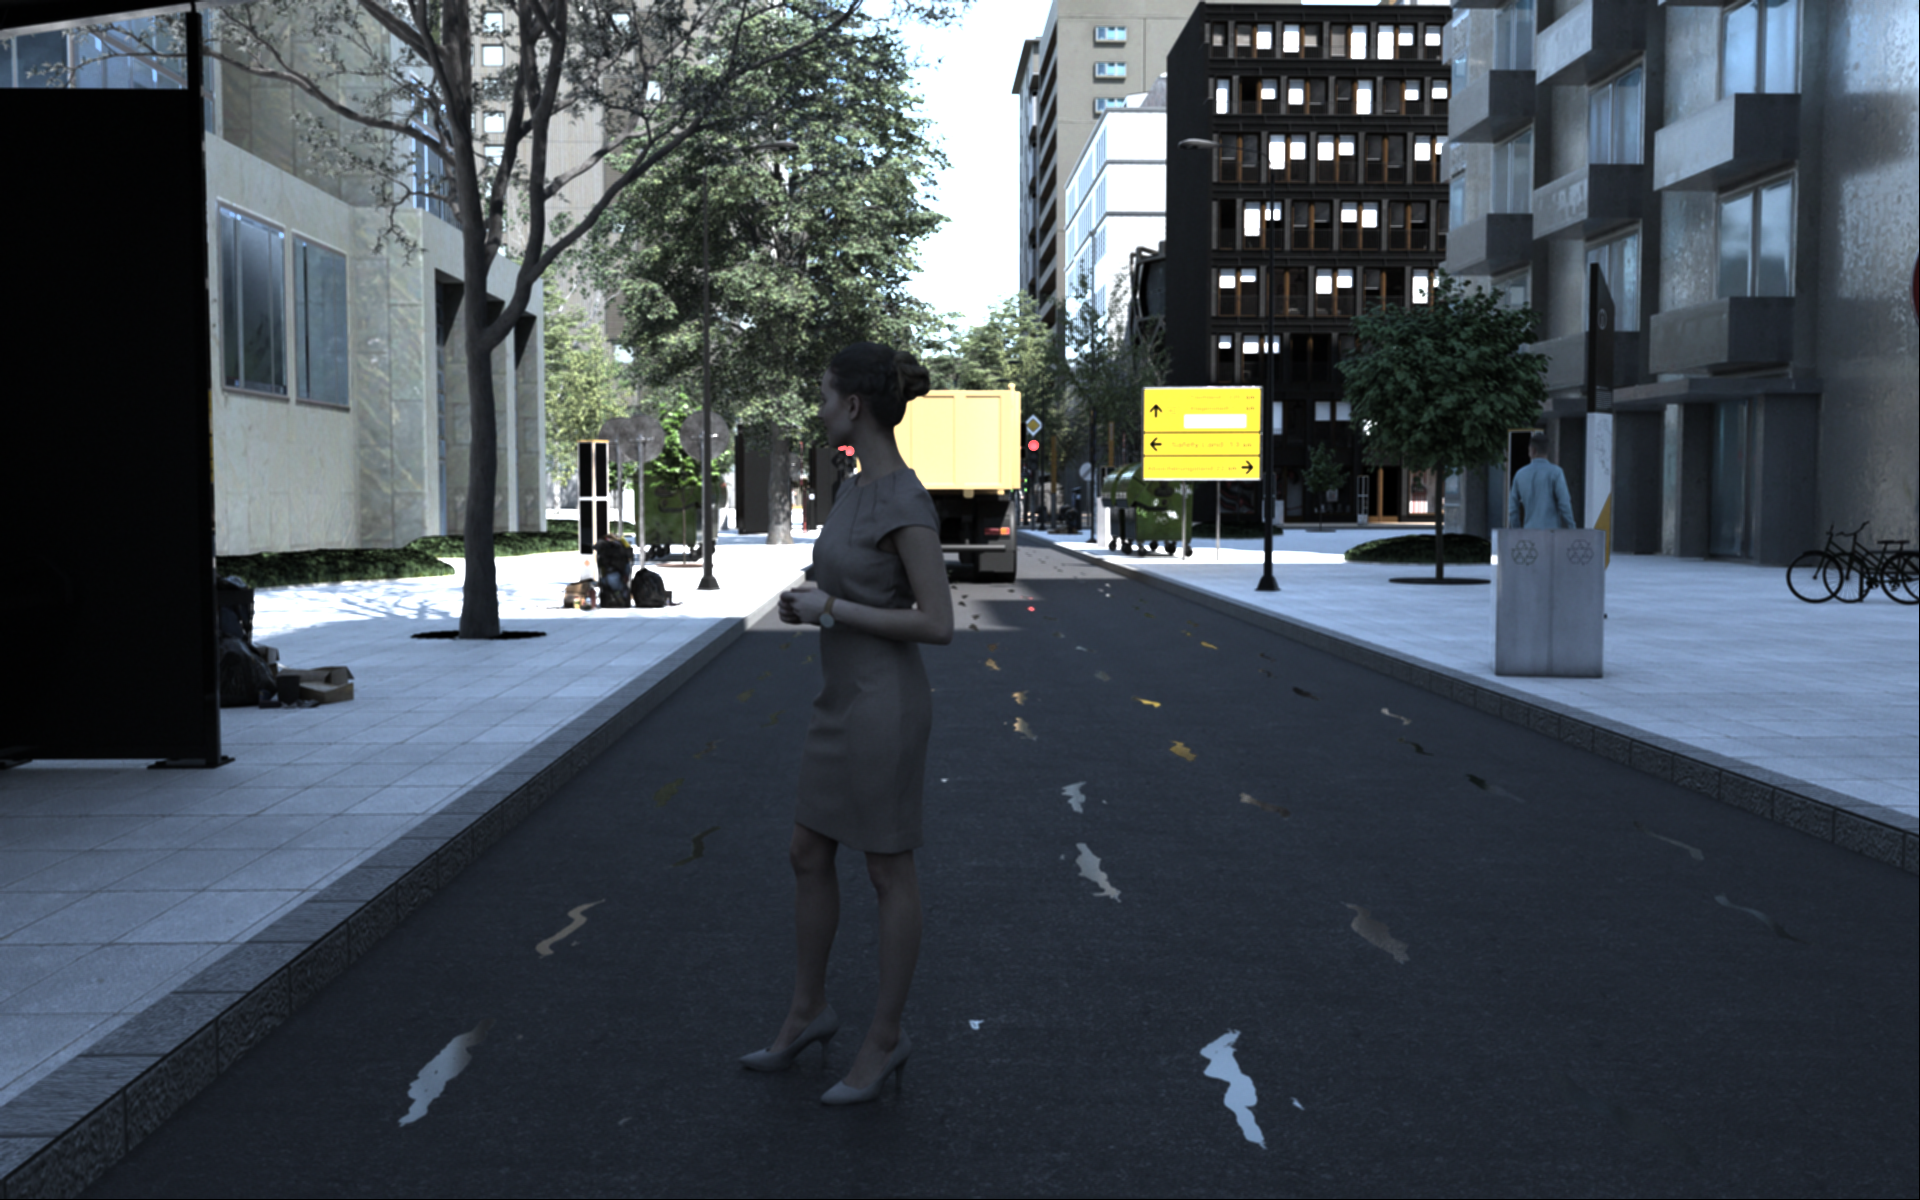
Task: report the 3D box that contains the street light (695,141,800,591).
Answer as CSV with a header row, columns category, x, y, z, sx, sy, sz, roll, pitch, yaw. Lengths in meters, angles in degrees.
category,x,y,z,sx,sy,sz,roll,pitch,yaw
street light,-2.808,-3.081,22.916,1.470,5.913,1.316,0,4,-2

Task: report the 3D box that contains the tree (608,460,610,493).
category,x,y,z,sx,sy,sz,roll,pitch,yaw
tree,-10.392,-3.509,51.966,1.663,3.219,1.824,0,3,0

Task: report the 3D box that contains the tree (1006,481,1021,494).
category,x,y,z,sx,sy,sz,roll,pitch,yaw
tree,2.392,-5.831,89.943,1.663,3.219,1.824,0,3,0

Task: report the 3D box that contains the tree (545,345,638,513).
category,x,y,z,sx,sy,sz,roll,pitch,yaw
tree,-25.519,-11.680,116.719,9.928,11.665,9.643,0,3,0

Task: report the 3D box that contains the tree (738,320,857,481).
category,x,y,z,sx,sy,sz,roll,pitch,yaw
tree,-7.322,-11.882,111.283,9.611,12.733,9.660,0,3,0

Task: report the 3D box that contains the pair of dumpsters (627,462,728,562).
category,x,y,z,sx,sy,sz,roll,pitch,yaw
pair of dumpsters,-5.588,-1.952,34.409,1.574,2.255,4.437,0,4,-2

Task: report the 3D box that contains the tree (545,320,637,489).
category,x,y,z,sx,sy,sz,roll,pitch,yaw
tree,-15.907,-7.560,73.965,4.737,8.622,4.395,0,3,0

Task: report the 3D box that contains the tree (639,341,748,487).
category,x,y,z,sx,sy,sz,roll,pitch,yaw
tree,-12.189,-7.875,79.111,4.360,8.622,3.978,0,3,0

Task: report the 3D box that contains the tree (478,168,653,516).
category,x,y,z,sx,sy,sz,roll,pitch,yaw
tree,-25.489,-15.086,102.553,12.611,20.169,13.585,0,3,0

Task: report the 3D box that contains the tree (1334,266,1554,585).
category,x,y,z,sx,sy,sz,roll,pitch,yaw
tree,7.039,-2.535,25.166,4.285,4.588,4.351,0,3,0

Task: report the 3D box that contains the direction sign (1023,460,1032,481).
category,x,y,z,sx,sy,sz,roll,pitch,yaw
direction sign,3.883,-6.812,103.368,0.876,3.537,0.379,-2,4,-24

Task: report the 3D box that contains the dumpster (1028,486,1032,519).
category,x,y,z,sx,sy,sz,roll,pitch,yaw
dumpster,4.211,-5.142,89.829,1.264,1.857,1.865,0,4,-2

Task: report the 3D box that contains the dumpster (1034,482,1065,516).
category,x,y,z,sx,sy,sz,roll,pitch,yaw
dumpster,4.459,-4.838,84.862,1.264,1.857,1.865,0,4,-2

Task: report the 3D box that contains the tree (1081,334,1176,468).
category,x,y,z,sx,sy,sz,roll,pitch,yaw
tree,8.094,-7.876,79.136,4.360,8.622,3.978,0,3,0

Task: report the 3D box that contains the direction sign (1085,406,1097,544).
category,x,y,z,sx,sy,sz,roll,pitch,yaw
direction sign,3.433,-3.230,44.815,0.379,3.537,0.876,1,4,12

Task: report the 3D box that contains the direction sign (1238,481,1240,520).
category,x,y,z,sx,sy,sz,roll,pitch,yaw
direction sign,11.346,-4.797,70.435,0.876,3.537,0.379,1,4,16

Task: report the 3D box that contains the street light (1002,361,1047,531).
category,x,y,z,sx,sy,sz,roll,pitch,yaw
street light,2.345,-5.376,60.433,1.470,5.913,1.316,0,4,-2

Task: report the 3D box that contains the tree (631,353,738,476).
category,x,y,z,sx,sy,sz,roll,pitch,yaw
tree,-20.165,-12.921,128.268,9.611,12.733,9.660,0,3,0

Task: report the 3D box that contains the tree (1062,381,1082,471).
category,x,y,z,sx,sy,sz,roll,pitch,yaw
tree,7.380,-8.165,83.865,4.360,8.622,3.978,0,3,0

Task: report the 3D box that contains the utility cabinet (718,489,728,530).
category,x,y,z,sx,sy,sz,roll,pitch,yaw
utility cabinet,-8.569,-3.207,61.120,0.318,1.500,1.173,-2,4,-35

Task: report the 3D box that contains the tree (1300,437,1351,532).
category,x,y,z,sx,sy,sz,roll,pitch,yaw
tree,12.213,-3.939,58.999,1.663,3.219,1.824,0,3,0

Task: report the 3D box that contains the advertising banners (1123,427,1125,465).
category,x,y,z,sx,sy,sz,roll,pitch,yaw
advertising banners,4.447,-3.063,46.264,0.090,3.025,2.074,1,4,11

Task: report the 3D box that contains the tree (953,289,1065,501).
category,x,y,z,sx,sy,sz,roll,pitch,yaw
tree,2.544,-10.892,96.209,7.486,12.596,7.792,0,3,0

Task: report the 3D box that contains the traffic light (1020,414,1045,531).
category,x,y,z,sx,sy,sz,roll,pitch,yaw
traffic light,2.549,-4.402,60.899,0.839,4.253,0.868,0,4,-2

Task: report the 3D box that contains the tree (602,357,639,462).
category,x,y,z,sx,sy,sz,roll,pitch,yaw
tree,-16.399,-8.582,90.671,4.360,8.622,3.978,0,3,0

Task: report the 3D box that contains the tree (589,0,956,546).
category,x,y,z,sx,sy,sz,roll,pitch,yaw
tree,-4.459,-8.341,43.028,9.857,13.997,8.962,0,3,0

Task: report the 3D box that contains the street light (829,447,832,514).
category,x,y,z,sx,sy,sz,roll,pitch,yaw
street light,-3.955,-5.345,59.932,1.470,5.913,1.316,0,4,-2

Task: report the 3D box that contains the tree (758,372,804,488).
category,x,y,z,sx,sy,sz,roll,pitch,yaw
tree,-9.218,-8.216,84.690,4.360,8.622,3.978,0,3,0

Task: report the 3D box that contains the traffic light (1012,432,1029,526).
category,x,y,z,sx,sy,sz,roll,pitch,yaw
traffic light,2.308,-4.891,68.880,0.839,4.253,0.868,0,4,-2

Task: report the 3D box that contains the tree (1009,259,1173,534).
category,x,y,z,sx,sy,sz,roll,pitch,yaw
tree,4.536,-6.406,55.095,4.737,8.622,4.395,0,3,0

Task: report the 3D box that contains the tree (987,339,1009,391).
category,x,y,z,sx,sy,sz,roll,pitch,yaw
tree,2.655,-7.841,78.560,4.737,8.622,4.395,0,3,0

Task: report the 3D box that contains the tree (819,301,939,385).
category,x,y,z,sx,sy,sz,roll,pitch,yaw
tree,-7.883,-19.048,167.331,12.611,20.169,13.585,0,3,0

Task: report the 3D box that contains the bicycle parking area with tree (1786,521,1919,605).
category,x,y,z,sx,sy,sz,roll,pitch,yaw
bicycle parking area with tree,13.980,-1.859,17.396,9.016,4.147,8.231,0,4,7

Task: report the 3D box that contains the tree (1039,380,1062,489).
category,x,y,z,sx,sy,sz,roll,pitch,yaw
tree,6.451,-9.913,112.440,4.360,8.622,3.978,0,3,0

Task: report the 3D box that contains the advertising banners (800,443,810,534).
category,x,y,z,sx,sy,sz,roll,pitch,yaw
advertising banners,-4.966,-3.613,55.259,0.090,3.025,2.074,0,4,2

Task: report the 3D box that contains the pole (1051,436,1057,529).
category,x,y,z,sx,sy,sz,roll,pitch,yaw
pole,3.304,-4.108,61.014,0.158,3.312,0.155,0,3,0

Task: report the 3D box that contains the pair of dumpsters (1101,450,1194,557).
category,x,y,z,sx,sy,sz,roll,pitch,yaw
pair of dumpsters,4.046,-2.115,37.072,1.574,2.255,4.437,0,4,-2

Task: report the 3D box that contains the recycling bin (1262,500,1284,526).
category,x,y,z,sx,sy,sz,roll,pitch,yaw
recycling bin,12.666,-3.516,70.042,0.722,1.027,0.722,2,4,25

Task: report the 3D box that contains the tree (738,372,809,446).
category,x,y,z,sx,sy,sz,roll,pitch,yaw
tree,-9.573,-8.574,90.540,4.737,8.622,4.395,0,3,0

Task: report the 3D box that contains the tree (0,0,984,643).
category,x,y,z,sx,sy,sz,roll,pitch,yaw
tree,-4.143,-6.405,15.093,12.009,13.543,11.850,0,3,0

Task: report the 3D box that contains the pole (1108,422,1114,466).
category,x,y,z,sx,sy,sz,roll,pitch,yaw
pole,4.265,-3.368,48.906,0.158,3.312,0.155,0,3,0

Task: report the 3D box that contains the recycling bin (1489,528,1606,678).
category,x,y,z,sx,sy,sz,roll,pitch,yaw
recycling bin,4.206,0.007,12.437,0.722,1.027,0.722,1,4,13

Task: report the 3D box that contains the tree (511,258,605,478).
category,x,y,z,sx,sy,sz,roll,pitch,yaw
tree,-21.018,-10.117,83.546,7.486,12.596,7.792,0,3,0

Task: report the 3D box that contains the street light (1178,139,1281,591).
category,x,y,z,sx,sy,sz,roll,pitch,yaw
street light,3.558,-3.078,22.866,1.470,5.913,1.316,0,4,-2

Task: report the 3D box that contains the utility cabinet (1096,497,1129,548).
category,x,y,z,sx,sy,sz,roll,pitch,yaw
utility cabinet,3.667,-1.847,41.358,0.306,1.237,1.020,3,5,41

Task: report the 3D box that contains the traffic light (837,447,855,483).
category,x,y,z,sx,sy,sz,roll,pitch,yaw
traffic light,-4.109,-4.389,60.683,0.839,4.253,0.868,0,4,-2

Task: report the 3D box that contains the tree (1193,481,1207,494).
category,x,y,z,sx,sy,sz,roll,pitch,yaw
tree,7.710,-3.963,59.392,1.663,3.219,1.824,0,3,0

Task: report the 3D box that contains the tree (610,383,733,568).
category,x,y,z,sx,sy,sz,roll,pitch,yaw
tree,-4.928,-2.175,30.161,1.663,3.219,1.824,0,3,0

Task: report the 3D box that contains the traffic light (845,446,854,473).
category,x,y,z,sx,sy,sz,roll,pitch,yaw
traffic light,-4.349,-4.877,68.665,0.839,4.253,0.868,0,4,-2
